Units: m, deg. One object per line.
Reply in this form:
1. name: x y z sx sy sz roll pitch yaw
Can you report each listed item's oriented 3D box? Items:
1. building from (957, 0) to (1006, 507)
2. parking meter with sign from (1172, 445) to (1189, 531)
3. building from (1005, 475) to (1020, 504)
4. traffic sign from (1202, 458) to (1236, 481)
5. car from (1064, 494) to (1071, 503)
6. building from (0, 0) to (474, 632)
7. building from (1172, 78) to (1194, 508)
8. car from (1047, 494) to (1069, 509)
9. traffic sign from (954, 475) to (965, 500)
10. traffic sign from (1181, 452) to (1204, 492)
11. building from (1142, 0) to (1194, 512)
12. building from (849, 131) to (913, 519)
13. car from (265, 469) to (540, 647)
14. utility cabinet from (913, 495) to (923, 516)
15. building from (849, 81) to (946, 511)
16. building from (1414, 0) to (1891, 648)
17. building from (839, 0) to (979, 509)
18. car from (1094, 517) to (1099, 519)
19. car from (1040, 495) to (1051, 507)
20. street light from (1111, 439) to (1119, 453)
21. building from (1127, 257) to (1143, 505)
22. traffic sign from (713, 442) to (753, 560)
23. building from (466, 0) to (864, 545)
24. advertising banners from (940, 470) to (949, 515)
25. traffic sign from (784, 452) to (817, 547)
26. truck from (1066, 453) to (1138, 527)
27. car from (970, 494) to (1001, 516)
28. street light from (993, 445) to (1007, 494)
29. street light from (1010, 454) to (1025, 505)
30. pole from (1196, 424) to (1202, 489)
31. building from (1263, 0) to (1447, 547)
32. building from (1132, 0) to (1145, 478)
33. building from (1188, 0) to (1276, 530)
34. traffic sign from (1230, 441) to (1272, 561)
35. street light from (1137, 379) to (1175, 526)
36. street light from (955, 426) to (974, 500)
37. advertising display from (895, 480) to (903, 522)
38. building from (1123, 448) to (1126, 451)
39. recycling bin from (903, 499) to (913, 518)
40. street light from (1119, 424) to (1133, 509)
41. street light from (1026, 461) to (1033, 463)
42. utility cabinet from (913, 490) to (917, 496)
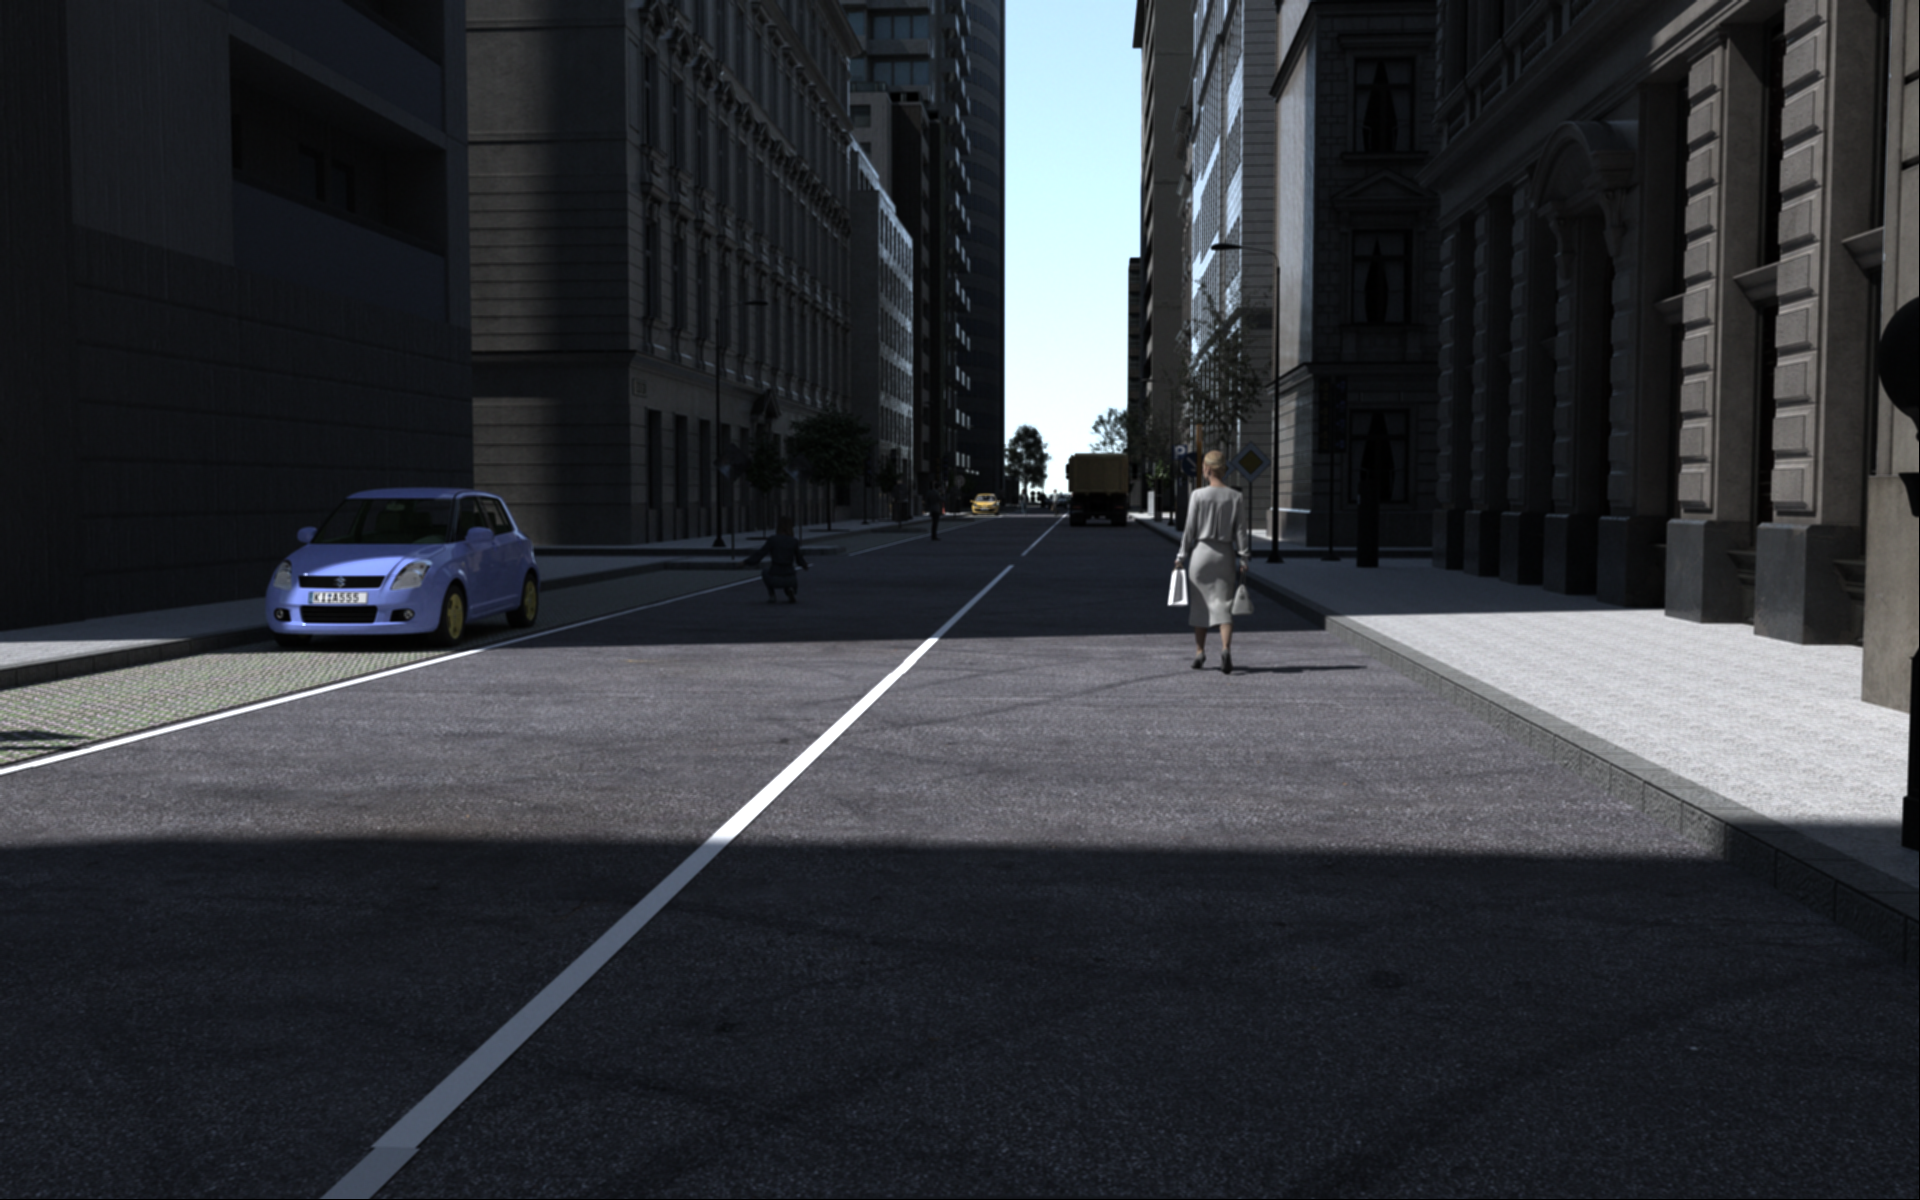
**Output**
1. building: -6.544 -38.804 176.441 21.231 58.520 28.212 0 4 4
2. parking meter with sign: 7.724 -3.927 60.473 0.543 3.016 1.738 0 4 3
3. building: -1.533 -50.018 256.040 20.563 71.187 20.611 0 4 4
4. traffic sign: 6.121 -2.284 40.993 0.795 2.450 0.064 0 4 4
5. car: 14.193 -13.667 232.252 1.959 1.807 4.718 0 4 5
6. building: -22.400 -29.464 23.740 28.212 58.520 21.231 0 4 4
7. building: 19.977 -19.288 102.752 14.401 28.519 23.554 0 4 4
8. car: 9.557 -9.639 169.389 2.131 1.459 4.920 0 4 4
9. traffic sign: -0.029 -7.126 116.614 0.768 2.556 0.104 1 4 11
10. traffic sign: 7.047 -3.186 52.195 0.768 2.556 0.104 1 4 9
11. building: 25.431 -31.304 135.516 21.300 48.544 21.600 0 4 4
12. building: -8.629 -14.736 95.678 10.420 20.320 16.860 0 4 4
13. car: -5.472 -0.469 17.260 1.945 1.707 3.694 0 4 3
14. utility cabinet: -2.474 -5.517 101.364 0.306 1.237 1.020 -1 4 -16
15. building: -8.606 -21.617 125.143 14.160 30.474 14.107 0 4 4
16. building: 12.423 -11.707 20.292 11.050 23.489 19.941 0 4 4
17. building: -10.791 -32.283 147.435 23.786 49.044 30.456 0 4 4
18. car: 8.693 -5.547 100.917 2.015 1.641 3.980 0 4 2
19. car: 9.814 -10.897 190.738 1.945 1.354 3.894 0 4 3
20. street light: 13.729 -10.611 146.025 1.470 5.913 1.316 0 4 4
21. building: 27.464 -26.906 211.607 14.160 30.474 14.107 0 4 4
22. traffic sign: -4.431 -1.843 33.781 0.795 2.450 0.064 0 4 4
23. building: -14.528 -17.617 64.455 17.030 29.872 44.131 0 4 4
24. advertising banners: -1.016 -6.885 108.762 0.090 3.025 2.074 -1 4 -16
25. traffic sign: -3.845 -2.330 41.745 0.795 2.450 0.064 0 4 4
26. truck: 6.483 -5.155 80.209 3.469 3.379 9.791 0 4 6
27. car: 1.722 -6.409 115.008 2.015 1.641 3.980 0 4 3
28. street light: 3.733 -11.683 163.564 1.470 5.913 1.316 0 4 4
29. street light: 6.451 -13.969 200.939 1.470 5.913 1.316 0 4 4
30. pole: 6.999 -3.479 50.719 0.158 3.312 0.155 0 3 0
31. building: 17.811 -11.067 45.572 19.286 19.102 10.561 0 4 4
32. building: 32.050 -35.827 175.002 28.713 52.752 27.495 0 4 4
33. building: 16.475 -18.239 75.701 11.434 29.767 29.804 0 4 4
34. traffic sign: 5.535 -1.797 33.029 0.795 2.450 0.064 0 4 4
35. street light: 8.023 -5.964 70.046 1.470 5.913 1.316 0 4 4
36. street light: 0.260 -8.898 118.025 1.470 5.913 1.316 0 4 4
37. advertising display: -2.776 -4.495 78.702 0.123 1.923 0.974 1 4 15
38. building: 33.620 -56.249 232.349 22.319 86.520 31.000 0 4 4
39. recycling bin: -2.981 -4.940 93.331 0.722 1.027 0.722 -2 4 -28
40. street light: 11.542 -8.736 115.368 1.470 5.913 1.316 0 4 4
41. street light: 9.730 -16.742 246.278 1.470 5.913 1.316 0 4 4
42. utility cabinet: -3.188 -5.917 105.422 1.173 1.500 0.318 -1 4 -10
